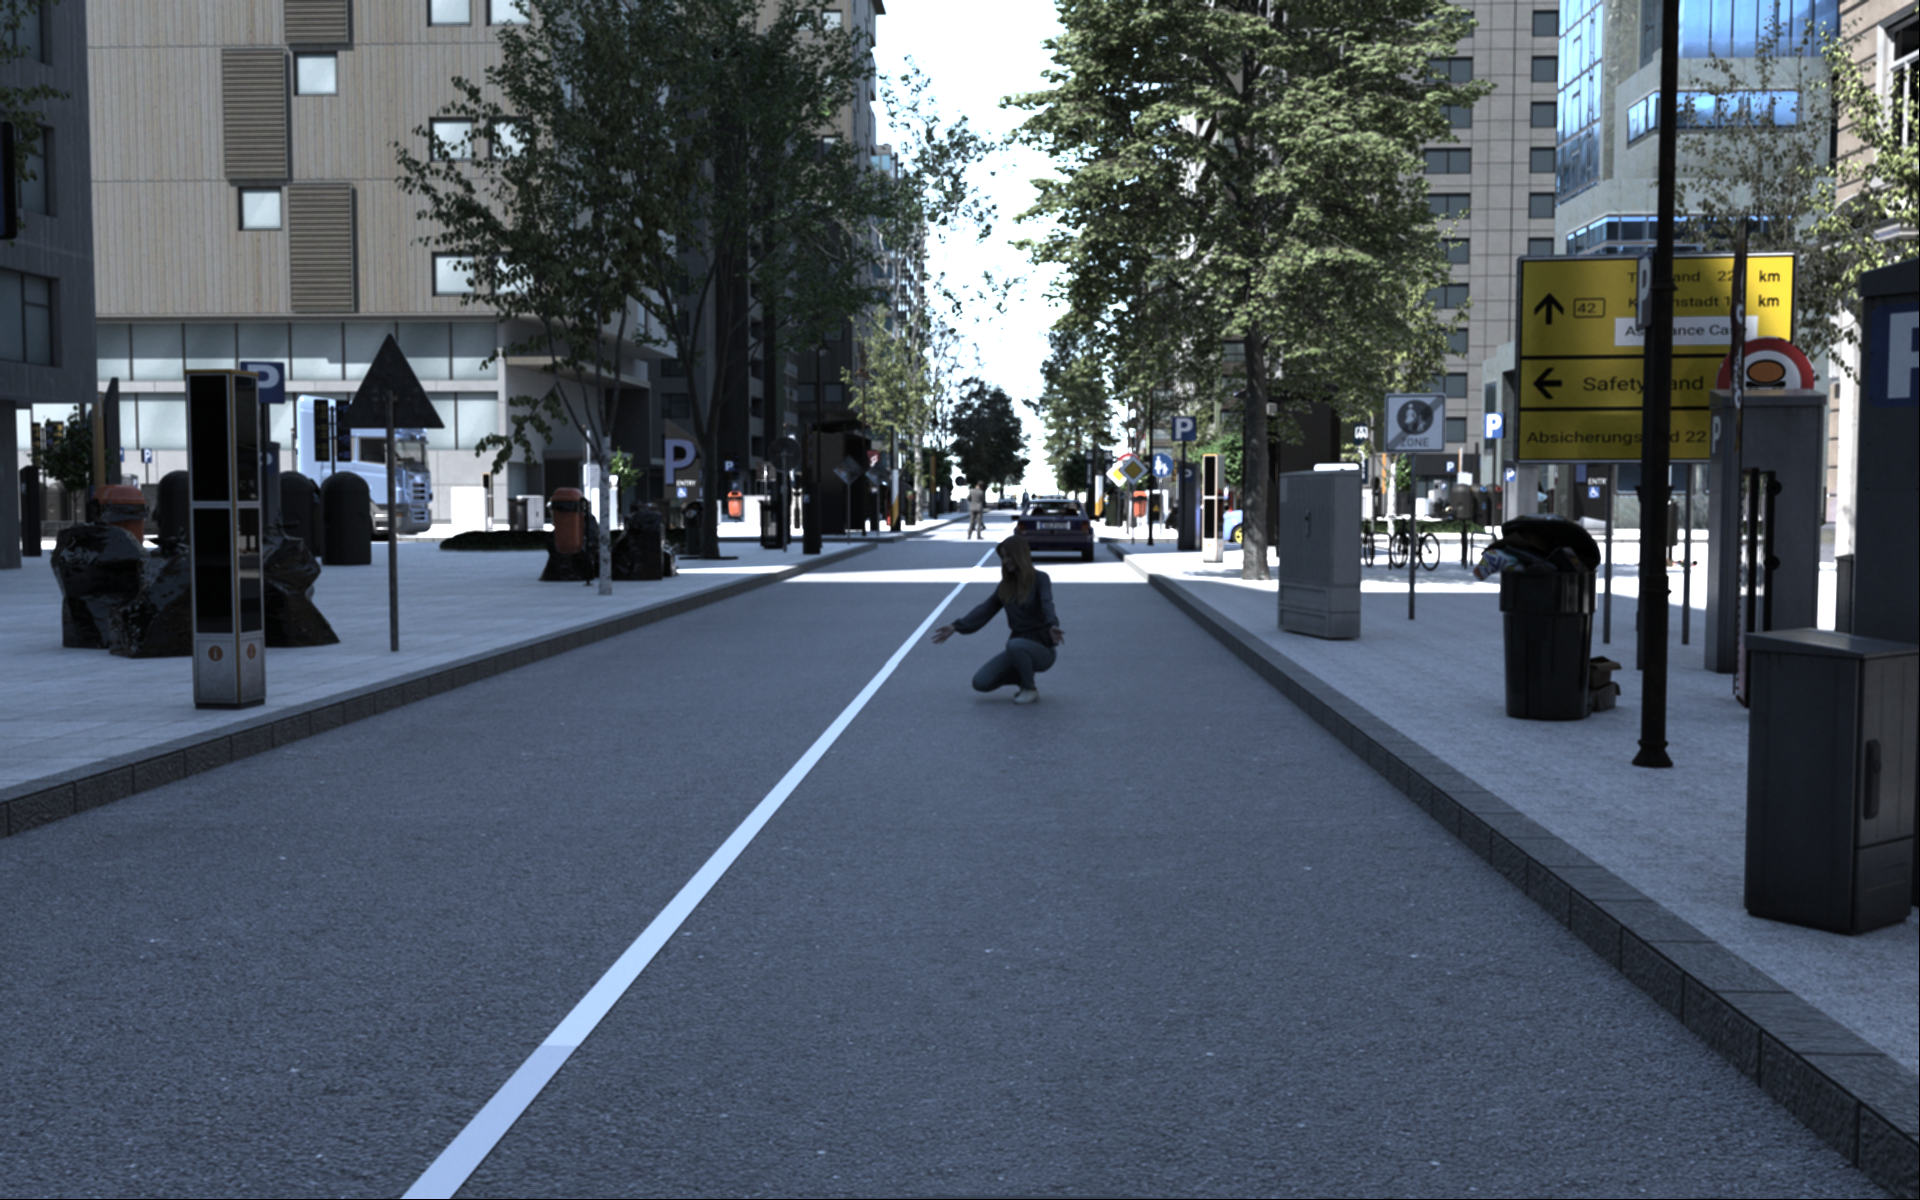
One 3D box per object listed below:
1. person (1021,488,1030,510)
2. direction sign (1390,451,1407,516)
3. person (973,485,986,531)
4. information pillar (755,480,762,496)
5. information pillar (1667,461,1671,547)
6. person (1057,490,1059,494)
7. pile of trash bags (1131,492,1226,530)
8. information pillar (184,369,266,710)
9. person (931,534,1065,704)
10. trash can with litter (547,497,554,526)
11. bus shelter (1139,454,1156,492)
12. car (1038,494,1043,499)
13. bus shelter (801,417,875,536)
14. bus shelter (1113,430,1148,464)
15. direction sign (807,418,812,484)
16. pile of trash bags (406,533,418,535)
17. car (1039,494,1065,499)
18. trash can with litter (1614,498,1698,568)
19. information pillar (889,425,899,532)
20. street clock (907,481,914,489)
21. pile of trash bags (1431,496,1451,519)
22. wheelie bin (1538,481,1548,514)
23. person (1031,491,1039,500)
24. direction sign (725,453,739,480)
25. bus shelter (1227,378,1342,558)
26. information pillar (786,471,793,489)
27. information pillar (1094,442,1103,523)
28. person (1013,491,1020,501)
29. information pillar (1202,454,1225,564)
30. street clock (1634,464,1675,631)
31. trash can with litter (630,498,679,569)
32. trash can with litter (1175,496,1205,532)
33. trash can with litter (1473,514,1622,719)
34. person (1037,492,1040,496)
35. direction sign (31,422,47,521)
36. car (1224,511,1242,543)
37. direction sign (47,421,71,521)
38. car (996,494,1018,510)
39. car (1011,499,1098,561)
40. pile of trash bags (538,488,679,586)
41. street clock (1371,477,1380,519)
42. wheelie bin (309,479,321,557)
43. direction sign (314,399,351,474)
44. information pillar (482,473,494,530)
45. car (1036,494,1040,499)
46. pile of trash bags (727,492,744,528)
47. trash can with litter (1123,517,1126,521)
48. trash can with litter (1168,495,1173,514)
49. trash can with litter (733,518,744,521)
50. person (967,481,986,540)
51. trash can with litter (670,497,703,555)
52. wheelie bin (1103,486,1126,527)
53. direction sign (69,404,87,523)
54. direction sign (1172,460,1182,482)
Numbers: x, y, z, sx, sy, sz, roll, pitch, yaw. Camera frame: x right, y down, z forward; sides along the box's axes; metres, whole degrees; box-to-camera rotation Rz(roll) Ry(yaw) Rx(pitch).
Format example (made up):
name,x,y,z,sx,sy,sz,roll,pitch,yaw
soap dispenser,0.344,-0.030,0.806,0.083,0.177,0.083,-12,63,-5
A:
name,x,y,z,sx,sy,sz,roll,pitch,yaw
person,3.907,-5.789,103.175,0.581,1.822,0.654,0,4,3
direction sign,24.536,-6.417,96.914,0.876,3.537,0.379,0,4,-1
person,0.674,-3.627,67.902,0.767,1.812,0.694,0,4,-6
information pillar,-10.369,-5.179,89.175,0.304,2.012,0.304,-1,4,-9
information pillar,17.176,-3.106,42.143,0.183,3.616,0.504,3,5,41
person,6.772,-6.732,119.567,0.512,1.701,0.522,2,4,24
pile of trash bags,7.817,-3.190,61.915,3.447,1.369,1.912,0,4,-3
information pillar,-4.400,-0.360,10.386,0.304,2.012,0.304,1,4,8
person,0.413,0.128,11.913,0.738,1.151,1.012,-3,5,-44
trash can with litter,-15.706,-3.481,68.309,1.055,1.170,0.624,-3,5,-44
bus shelter,9.293,-5.892,90.259,2.014,3.302,5.546,0,4,3
car,7.906,-9.143,159.716,2.015,1.641,3.980,0,4,3
bus shelter,-3.892,-3.976,56.294,1.731,3.624,6.357,0,4,3
bus shelter,10.522,-7.885,106.545,2.179,5.291,8.768,0,4,2
direction sign,-4.506,-3.666,51.942,0.379,3.537,0.876,-1,4,-13
pile of trash bags,-18.829,-2.728,54.350,3.447,1.369,1.912,-1,4,-18
car,4.815,-4.954,90.780,2.009,1.686,4.222,0,4,2
trash can with litter,12.595,-1.216,30.931,1.678,1.210,2.233,1,4,20
information pillar,-2.216,-4.119,58.699,0.183,3.616,0.504,1,4,20
street clock,-2.714,-5.585,95.891,0.471,2.002,0.358,1,4,21
pile of trash bags,25.237,-4.788,88.032,1.912,1.369,3.447,0,4,0
wheelie bin,13.478,-2.026,41.035,0.693,1.594,0.980,-2,4,-35
person,7.679,-10.330,177.929,0.617,1.759,0.750,2,4,34
direction sign,-12.632,-6.360,95.987,0.876,3.537,0.379,1,4,18
bus shelter,7.036,-2.855,37.957,1.731,3.624,6.357,0,4,3
information pillar,-8.530,-5.838,86.798,0.183,3.616,0.504,-3,4,-38
information pillar,6.278,-5.307,78.121,0.183,3.616,0.504,3,4,36
person,7.006,-12.856,218.787,1.348,1.812,0.705,1,4,19
information pillar,4.691,-1.685,32.049,0.304,2.012,0.304,3,4,38
street clock,6.469,-0.709,16.158,0.471,2.002,0.358,-2,4,-34
trash can with litter,-5.662,-1.094,28.952,2.233,1.210,1.678,-1,4,-23
trash can with litter,7.332,-2.656,54.815,1.055,1.170,0.624,2,4,23
trash can with litter,3.484,0.075,10.166,0.624,1.170,1.055,3,4,37
person,13.053,-16.897,284.900,1.348,1.807,0.705,2,4,34
direction sign,-29.113,-3.858,55.068,0.379,3.537,0.876,1,4,19
car,8.881,-2.356,48.118,3.694,1.707,1.945,0,4,2
direction sign,-27.742,-3.785,53.875,0.876,3.537,0.379,0,3,0
car,4.297,-8.990,156.777,2.009,1.686,4.222,0,4,2
car,2.088,-1.570,38.246,1.945,1.354,3.894,0,4,4
pile of trash bags,-5.370,-0.977,25.719,1.912,1.369,3.447,0,4,4
street clock,17.591,-4.210,73.409,0.358,2.002,0.471,2,4,33
wheelie bin,-13.361,-1.691,35.549,0.693,1.594,0.980,-3,4,-38
direction sign,-15.068,-3.037,41.658,0.876,3.537,0.379,-3,5,-42
information pillar,-16.742,-3.482,61.415,0.304,2.012,0.304,0,4,1
car,12.633,-15.749,267.289,2.009,1.686,4.222,0,4,3
pile of trash bags,-9.791,-3.358,64.662,3.447,1.369,1.912,0,4,-2
trash can with litter,7.758,-4.391,83.182,0.624,1.170,1.055,-1,4,-22
trash can with litter,14.299,-6.830,122.734,1.678,1.210,2.233,2,4,33
trash can with litter,-9.829,-4.343,82.061,2.233,1.210,1.678,-2,4,-26
person,0.520,-2.836,54.678,0.655,1.846,0.447,1,4,21
trash can with litter,-5.724,-1.533,36.447,0.624,1.170,1.055,-3,5,-41
wheelie bin,6.080,-3.664,67.818,0.693,1.594,0.980,3,5,40
direction sign,-21.385,-3.077,42.301,0.379,3.537,0.876,-1,4,-19
direction sign,14.516,-7.532,115.152,0.876,3.537,0.379,1,4,21
